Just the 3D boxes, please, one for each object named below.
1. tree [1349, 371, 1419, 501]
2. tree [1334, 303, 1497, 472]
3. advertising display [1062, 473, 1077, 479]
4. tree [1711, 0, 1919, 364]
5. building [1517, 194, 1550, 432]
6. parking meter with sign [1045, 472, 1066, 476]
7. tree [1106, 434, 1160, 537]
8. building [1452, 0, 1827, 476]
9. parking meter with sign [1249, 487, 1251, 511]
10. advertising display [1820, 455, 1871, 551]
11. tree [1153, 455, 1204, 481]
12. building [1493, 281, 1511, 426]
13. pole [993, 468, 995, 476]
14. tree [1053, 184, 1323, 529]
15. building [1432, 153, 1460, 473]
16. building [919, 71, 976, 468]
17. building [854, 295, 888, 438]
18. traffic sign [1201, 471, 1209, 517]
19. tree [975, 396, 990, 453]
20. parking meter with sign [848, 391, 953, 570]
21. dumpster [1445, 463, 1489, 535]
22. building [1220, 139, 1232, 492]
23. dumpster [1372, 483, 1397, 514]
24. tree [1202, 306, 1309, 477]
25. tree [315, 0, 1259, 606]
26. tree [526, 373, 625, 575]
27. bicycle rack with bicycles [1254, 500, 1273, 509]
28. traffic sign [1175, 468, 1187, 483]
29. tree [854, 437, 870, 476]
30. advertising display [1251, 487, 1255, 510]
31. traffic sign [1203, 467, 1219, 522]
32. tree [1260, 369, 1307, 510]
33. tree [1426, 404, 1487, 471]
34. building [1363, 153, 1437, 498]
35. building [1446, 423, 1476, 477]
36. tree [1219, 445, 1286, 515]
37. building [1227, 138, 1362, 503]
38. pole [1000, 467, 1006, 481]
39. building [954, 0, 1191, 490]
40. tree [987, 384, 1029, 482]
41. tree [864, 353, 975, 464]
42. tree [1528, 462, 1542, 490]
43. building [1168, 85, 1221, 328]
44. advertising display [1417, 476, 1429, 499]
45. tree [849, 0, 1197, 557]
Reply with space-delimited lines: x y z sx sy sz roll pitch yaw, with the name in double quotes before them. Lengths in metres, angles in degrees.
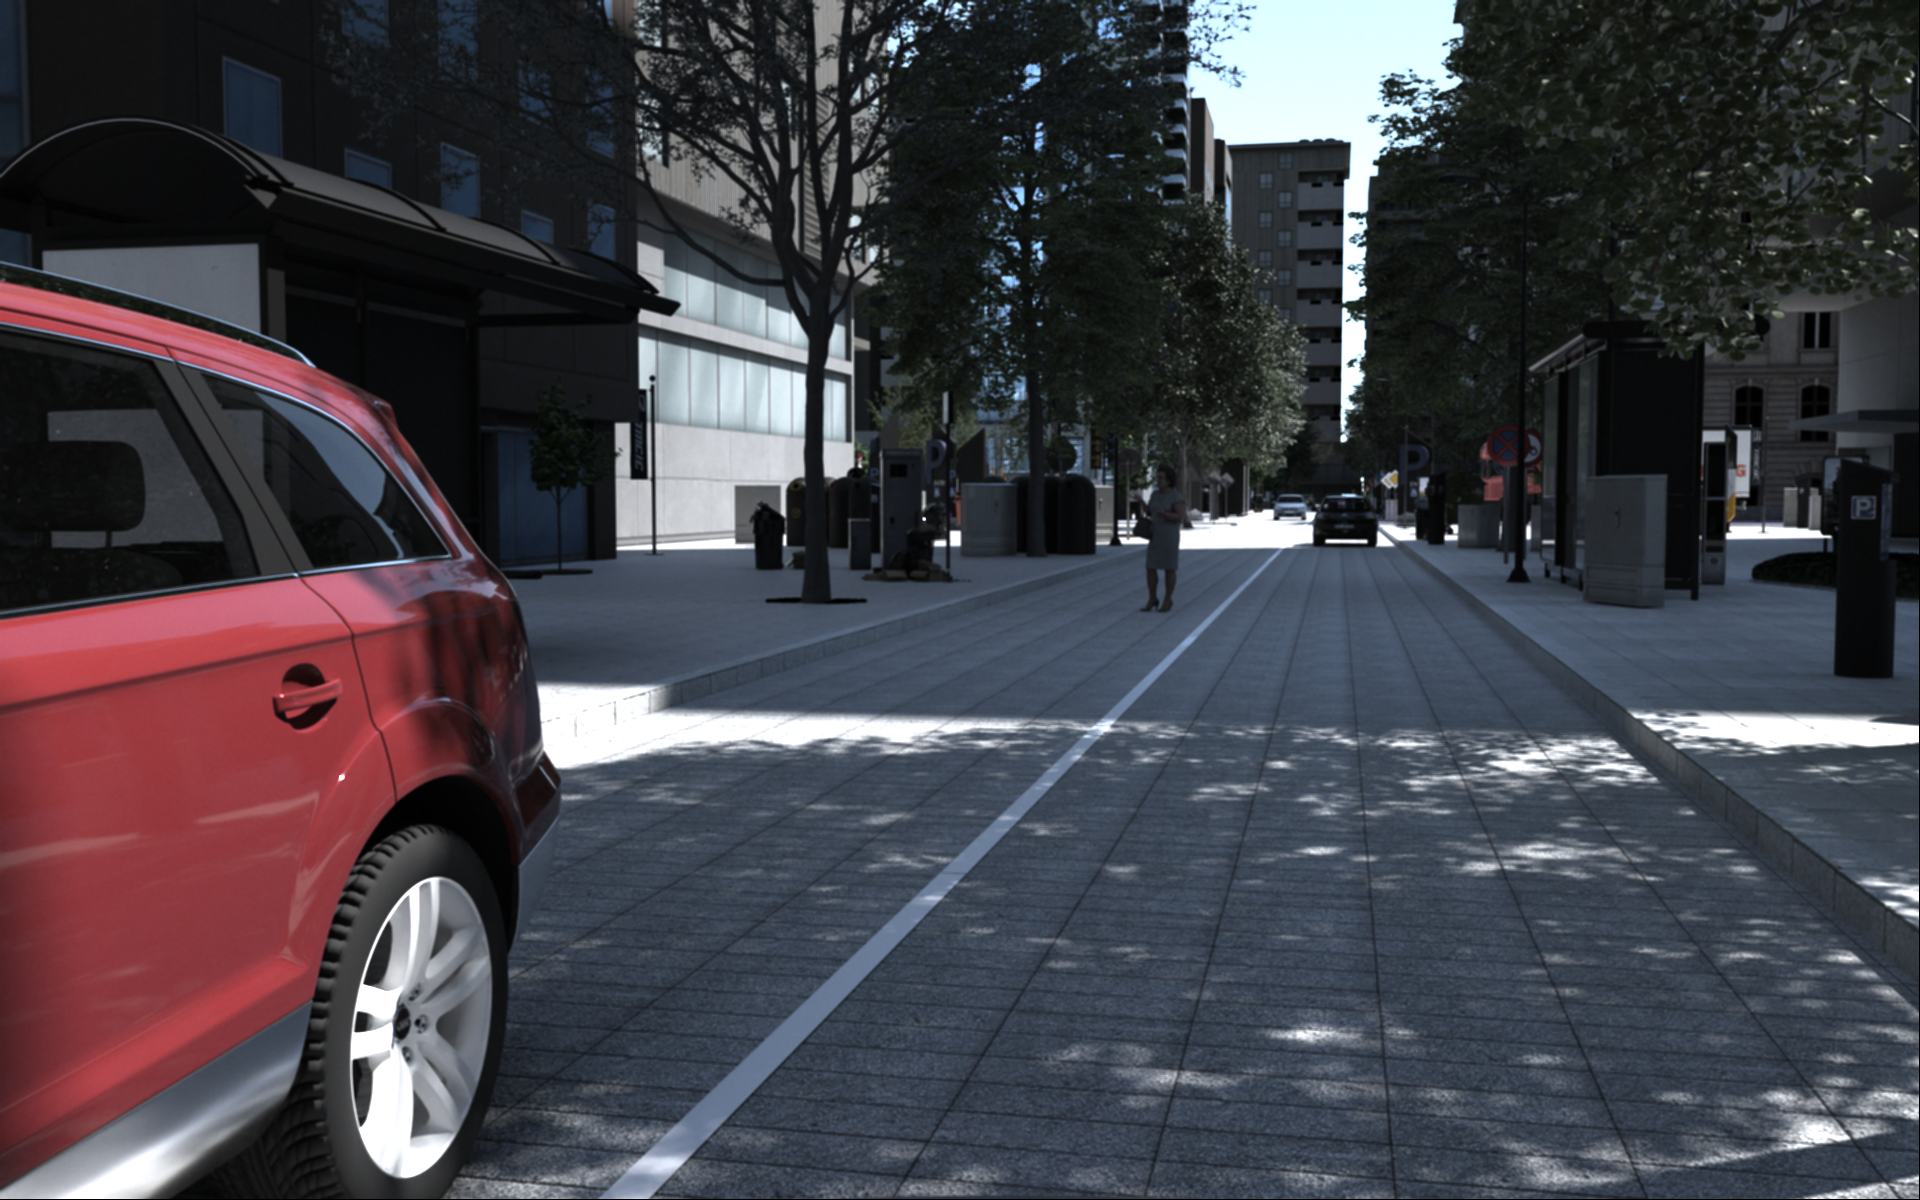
"tree" 24.401 -9.102 99.179 4.360 8.622 3.978 0 3 0
"tree" 22.289 -9.086 82.960 7.601 10.594 8.767 0 4 -4
"advertising display" 3.265 -2.986 54.040 0.974 1.923 0.123 -3 4 -36
"tree" 5.232 -5.497 8.009 7.486 12.596 7.792 0 3 0
"building" 39.132 -15.659 105.173 9.793 20.994 18.267 1 4 12
"parking meter with sign" 8.173 -9.489 151.400 1.738 3.016 0.543 1 4 20
"tree" 5.017 -3.498 51.798 1.663 3.219 1.824 0 3 0
"building" 61.891 -35.128 163.582 28.713 52.752 27.495 1 4 12
"parking meter with sign" 22.197 -8.418 133.893 0.543 3.016 1.738 0 4 -1
"advertising display" 14.670 -1.438 28.728 0.123 1.923 0.974 -1 4 -13
"tree" 12.780 -7.269 102.560 4.285 4.588 4.351 0 3 0
"building" 47.751 -19.052 130.588 14.460 24.649 34.723 1 4 12
"pole" 2.654 -8.691 135.934 0.158 3.312 0.155 0 3 0
"tree" 8.260 -9.027 64.597 9.611 12.733 9.660 0 3 0
"building" 63.537 -31.963 206.193 14.154 41.232 14.086 1 4 12
"building" 4.079 -38.105 212.251 27.495 52.752 28.713 1 4 12
"building" -20.590 -36.522 220.843 21.600 48.544 21.300 1 4 12
"traffic sign" 13.693 -6.008 98.231 0.884 2.594 0.081 1 4 17
"tree" 0.368 -10.484 121.779 4.737 8.622 4.395 0 3 0
"parking meter with sign" -1.016 -2.029 29.432 1.738 3.016 0.543 -1 4 -10
"dumpster" 16.089 -3.240 55.462 1.502 2.255 1.985 1 4 12
"building" 26.056 -34.576 215.430 14.200 45.320 14.600 1 4 12
"dumpster" 26.911 -6.556 109.687 1.502 2.255 1.985 1 4 12
"tree" 18.945 -12.919 117.885 9.857 13.997 8.962 0 3 0
"tree" -1.725 -6.719 20.221 12.009 13.543 11.850 0 3 0
"tree" -6.474 -2.027 27.747 1.663 3.219 1.824 0 3 0
"bicycle rack with bicycles" 25.009 -8.141 146.480 2.925 0.926 2.852 0 4 8
"traffic sign" 10.006 -4.869 79.615 0.884 2.594 0.081 1 4 16
"tree" -5.900 -6.953 97.400 4.285 4.588 4.351 0 3 0
"advertising display" 23.275 -8.099 137.637 0.123 1.923 0.974 0 4 -4
"traffic sign" 11.592 -4.890 80.050 0.768 2.556 0.104 1 4 19
"tree" 24.823 -13.238 142.200 9.928 11.665 9.643 0 3 0
"tree" 33.076 -10.115 115.738 4.737 8.622 4.395 0 3 0
"building" 68.854 -38.168 247.745 21.600 48.544 21.300 1 4 12
"building" 63.387 -45.831 187.592 20.563 71.187 20.611 1 4 12
"tree" 17.439 -7.544 107.056 4.285 4.588 4.351 0 3 0
"building" 45.754 -40.835 256.892 27.495 52.752 28.713 1 4 12
"pole" 3.195 -8.481 132.511 0.158 3.312 0.155 0 3 0
"building" 12.466 -52.485 170.800 22.319 86.520 31.000 1 4 12
"tree" 3.598 -10.190 116.962 4.360 8.622 3.978 0 3 0
"tree" -2.429 -8.402 87.729 4.737 8.622 4.395 0 3 0
"tree" 23.091 -4.459 67.503 1.663 3.219 1.824 0 3 0
"building" 20.785 -33.225 193.337 14.600 45.320 14.200 1 4 12
"advertising display" 17.036 -3.519 62.742 0.974 1.923 0.123 -1 4 -8
"tree" 1.245 -7.137 34.824 7.486 12.596 7.792 0 3 0
